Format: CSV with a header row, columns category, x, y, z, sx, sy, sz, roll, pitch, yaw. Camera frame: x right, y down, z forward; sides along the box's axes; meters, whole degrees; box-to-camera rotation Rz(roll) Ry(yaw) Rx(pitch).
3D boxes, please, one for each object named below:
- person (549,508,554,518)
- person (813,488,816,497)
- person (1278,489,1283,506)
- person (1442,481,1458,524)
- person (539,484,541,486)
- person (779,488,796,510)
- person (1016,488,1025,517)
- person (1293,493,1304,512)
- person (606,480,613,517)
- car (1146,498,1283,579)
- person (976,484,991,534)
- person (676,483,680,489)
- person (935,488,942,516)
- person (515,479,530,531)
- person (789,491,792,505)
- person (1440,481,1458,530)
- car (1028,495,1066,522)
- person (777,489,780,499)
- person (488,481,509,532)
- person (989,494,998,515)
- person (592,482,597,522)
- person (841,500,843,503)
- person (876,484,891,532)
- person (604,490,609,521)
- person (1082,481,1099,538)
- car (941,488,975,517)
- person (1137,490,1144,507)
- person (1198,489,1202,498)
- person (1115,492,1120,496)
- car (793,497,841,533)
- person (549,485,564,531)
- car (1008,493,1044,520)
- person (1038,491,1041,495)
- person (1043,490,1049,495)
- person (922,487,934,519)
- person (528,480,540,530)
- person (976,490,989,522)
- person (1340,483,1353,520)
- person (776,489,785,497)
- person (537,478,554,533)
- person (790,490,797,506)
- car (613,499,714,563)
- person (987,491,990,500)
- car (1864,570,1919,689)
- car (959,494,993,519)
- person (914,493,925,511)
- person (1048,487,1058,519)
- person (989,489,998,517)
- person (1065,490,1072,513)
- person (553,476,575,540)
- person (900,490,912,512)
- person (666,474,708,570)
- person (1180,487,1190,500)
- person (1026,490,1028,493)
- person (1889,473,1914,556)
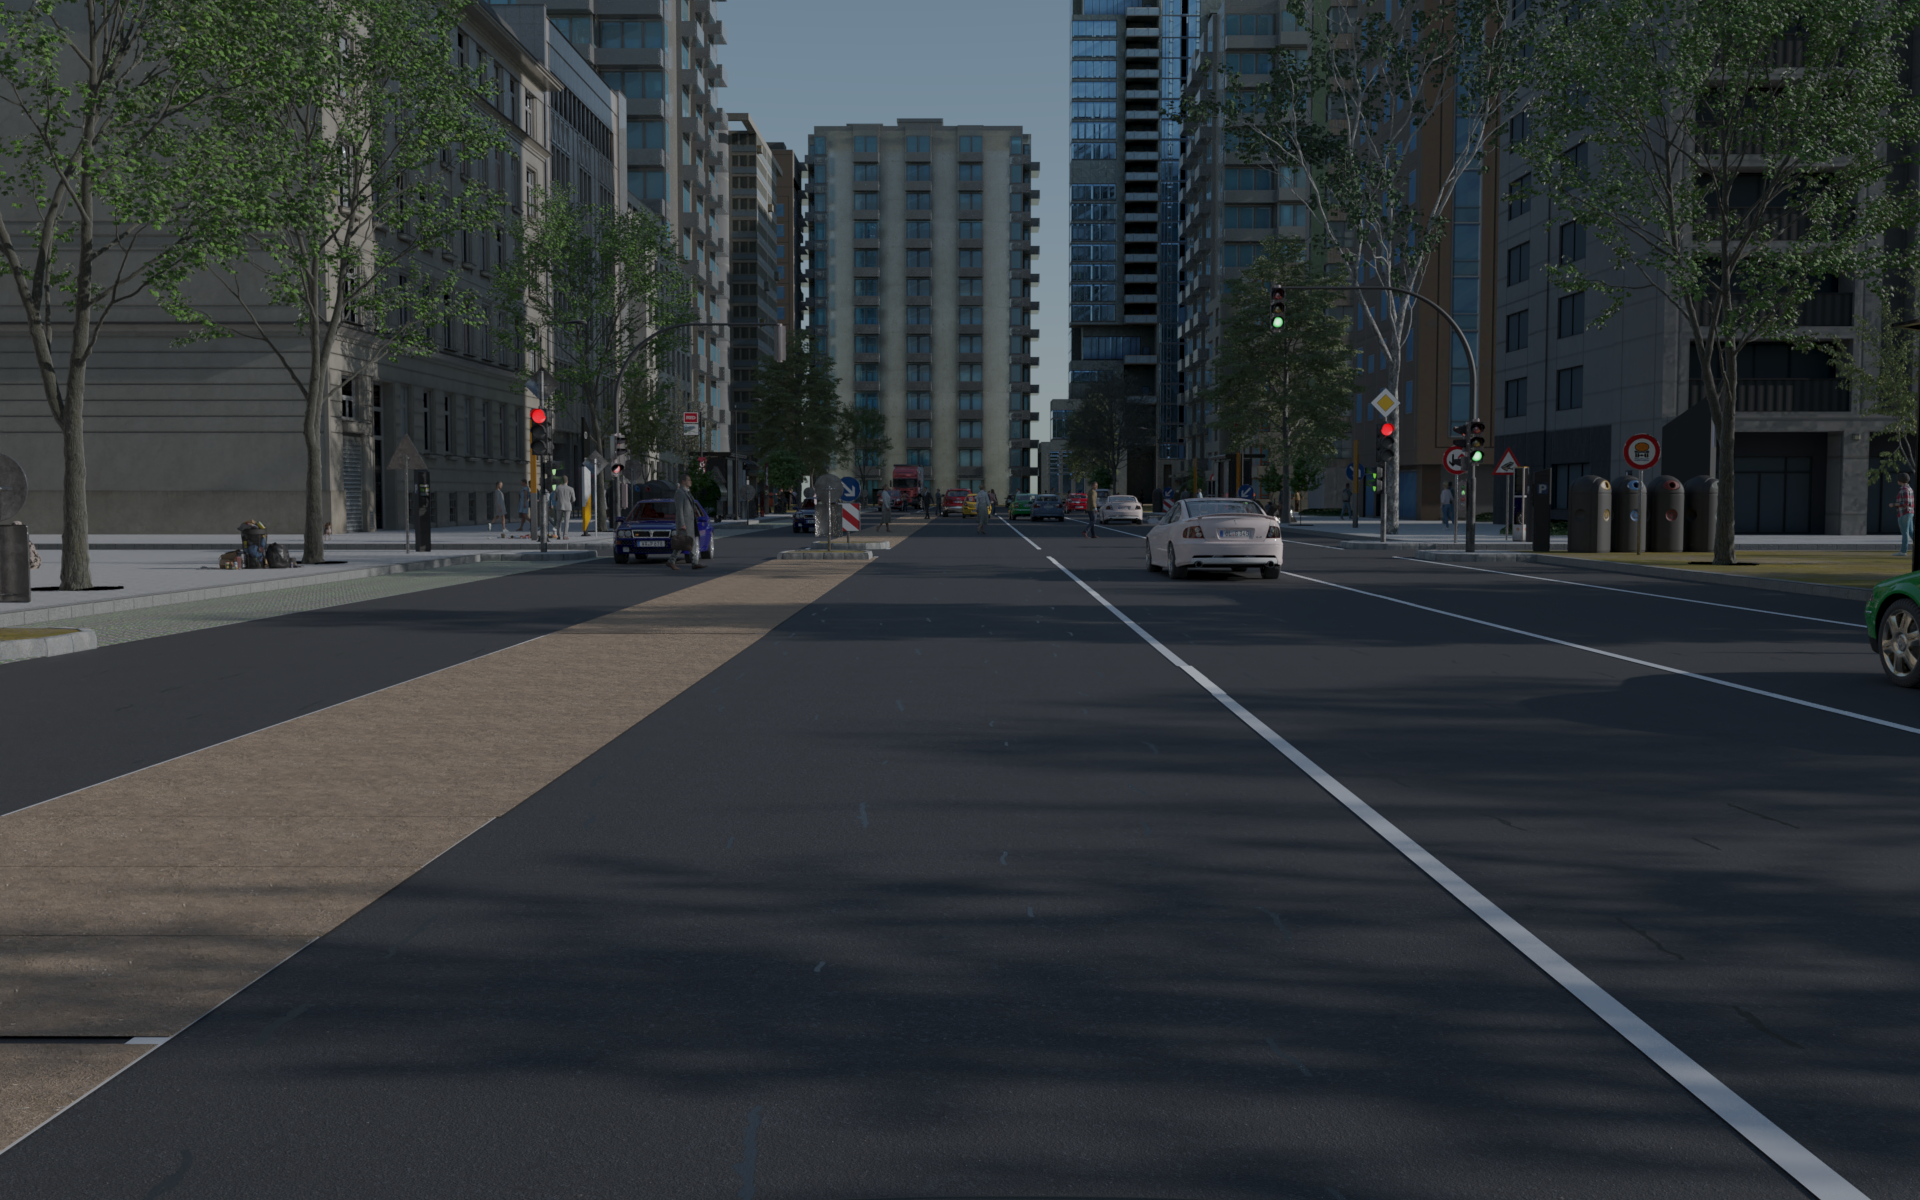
category,x,y,z,sx,sy,sz,roll,pitch,yaw
person,-16.195,-3.732,67.548,0.515,1.767,0.782,-3,5,-42
person,-10.410,-7.082,122.510,0.621,1.740,0.551,1,4,17
person,17.859,-5.465,95.492,0.694,1.812,0.767,0,4,7
person,20.826,-4.146,73.822,0.713,1.824,0.794,-2,4,-26
person,-17.664,-4.090,73.134,0.641,1.798,0.478,0,4,-6
person,-13.509,-7.925,135.249,1.348,1.869,0.705,0,4,-7
person,3.724,-6.065,107.762,0.850,1.850,0.679,3,4,37
person,24.051,-7.174,123.432,0.705,1.812,1.348,3,5,43
person,-13.879,-3.864,69.179,0.622,1.834,0.822,1,4,9
car,4.425,-1.113,30.560,2.083,1.381,4.827,0,4,-2
person,0.785,-3.280,62.348,0.478,1.798,0.641,3,5,41
person,-12.764,-4.413,78.689,0.782,1.767,0.515,-1,4,-17
person,-1.329,-6.408,113.440,0.590,1.801,0.661,1,4,23
person,-15.072,-3.306,60.190,0.778,1.811,0.616,0,4,5
person,-19.360,-11.701,198.152,0.445,1.727,0.742,-3,5,-40
person,17.350,-3.336,61.260,0.598,1.740,0.731,2,4,34
car,4.591,-4.843,91.187,2.014,1.417,4.499,0,4,2
person,-17.076,-9.604,163.165,0.705,1.812,1.348,0,4,-2
person,-15.660,-3.179,58.772,0.466,1.731,0.760,3,5,40
person,2.126,-6.280,111.594,0.576,1.772,0.534,-2,4,-33
person,-16.376,-4.421,78.338,0.620,1.820,0.660,0,4,0
person,-13.676,-11.783,198.560,0.599,1.838,0.709,-2,4,-29
person,-2.823,-3.410,64.475,0.641,1.798,0.478,1,4,19
person,-16.681,-4.568,81.011,0.520,1.790,0.573,-3,5,-43
person,4.270,-2.917,56.099,0.836,1.842,0.656,-3,5,-44
car,-0.058,-6.102,108.436,2.281,1.827,5.304,0,4,1
person,18.022,-10.147,172.668,0.721,1.735,1.217,3,5,40
person,14.547,-5.952,105.174,0.330,1.601,0.589,2,4,28
person,13.821,-8.806,153.256,0.697,1.427,0.421,3,5,43
car,-5.264,-3.219,65.206,1.945,1.354,3.894,0,4,2
person,-12.746,-2.959,54.772,0.444,1.785,0.601,-3,5,-44
car,3.675,-5.347,96.212,1.959,1.807,4.718,0,4,-2
person,7.751,-9.850,170.263,1.217,1.735,0.721,1,4,14
person,8.692,-10.214,175.508,1.348,1.823,0.705,0,4,1
person,-1.914,-5.511,98.387,0.659,1.850,0.755,3,4,37
person,-15.183,-3.387,61.774,0.623,1.781,0.721,3,5,43
person,1.125,-4.773,86.317,0.659,1.850,0.755,-3,5,-43
person,19.103,-4.864,85.558,0.713,1.824,0.794,0,4,-8
person,-15.135,-8.525,145.957,0.750,1.759,0.617,-2,4,-35
person,-13.608,-3.131,57.082,0.795,1.843,0.661,-1,4,-23
person,-17.504,-10.738,182.555,0.756,1.711,0.436,-1,4,-10
car,-6.300,-1.493,36.997,1.945,1.354,3.894,0,4,-1
person,2.468,-8.837,153.792,0.445,1.727,0.742,-1,4,-19
car,7.848,-0.160,11.418,1.959,1.807,4.718,0,4,-1
car,0.973,-5.646,102.538,2.015,1.641,3.980,0,4,0
person,-3.209,-8.492,146.979,1.348,1.869,0.705,0,4,-8
person,5.309,-5.501,98.544,0.767,1.812,0.694,2,4,26
person,2.010,-5.980,106.867,0.593,1.750,0.643,3,5,44
person,8.506,-7.621,133.831,1.217,1.735,0.721,-3,4,-37
person,-11.146,-2.602,48.778,0.606,1.804,0.583,-1,4,-13
person,-4.398,-8.031,140.521,1.217,1.736,0.721,2,4,31
person,-5.183,-1.481,32.811,0.767,1.812,0.694,0,4,3
person,11.908,-5.094,91.971,0.592,1.802,0.473,0,4,-5
person,6.087,-9.125,157.696,1.348,1.824,0.705,-2,4,-28
person,19.636,-1.775,35.901,0.643,1.720,0.563,3,4,38
